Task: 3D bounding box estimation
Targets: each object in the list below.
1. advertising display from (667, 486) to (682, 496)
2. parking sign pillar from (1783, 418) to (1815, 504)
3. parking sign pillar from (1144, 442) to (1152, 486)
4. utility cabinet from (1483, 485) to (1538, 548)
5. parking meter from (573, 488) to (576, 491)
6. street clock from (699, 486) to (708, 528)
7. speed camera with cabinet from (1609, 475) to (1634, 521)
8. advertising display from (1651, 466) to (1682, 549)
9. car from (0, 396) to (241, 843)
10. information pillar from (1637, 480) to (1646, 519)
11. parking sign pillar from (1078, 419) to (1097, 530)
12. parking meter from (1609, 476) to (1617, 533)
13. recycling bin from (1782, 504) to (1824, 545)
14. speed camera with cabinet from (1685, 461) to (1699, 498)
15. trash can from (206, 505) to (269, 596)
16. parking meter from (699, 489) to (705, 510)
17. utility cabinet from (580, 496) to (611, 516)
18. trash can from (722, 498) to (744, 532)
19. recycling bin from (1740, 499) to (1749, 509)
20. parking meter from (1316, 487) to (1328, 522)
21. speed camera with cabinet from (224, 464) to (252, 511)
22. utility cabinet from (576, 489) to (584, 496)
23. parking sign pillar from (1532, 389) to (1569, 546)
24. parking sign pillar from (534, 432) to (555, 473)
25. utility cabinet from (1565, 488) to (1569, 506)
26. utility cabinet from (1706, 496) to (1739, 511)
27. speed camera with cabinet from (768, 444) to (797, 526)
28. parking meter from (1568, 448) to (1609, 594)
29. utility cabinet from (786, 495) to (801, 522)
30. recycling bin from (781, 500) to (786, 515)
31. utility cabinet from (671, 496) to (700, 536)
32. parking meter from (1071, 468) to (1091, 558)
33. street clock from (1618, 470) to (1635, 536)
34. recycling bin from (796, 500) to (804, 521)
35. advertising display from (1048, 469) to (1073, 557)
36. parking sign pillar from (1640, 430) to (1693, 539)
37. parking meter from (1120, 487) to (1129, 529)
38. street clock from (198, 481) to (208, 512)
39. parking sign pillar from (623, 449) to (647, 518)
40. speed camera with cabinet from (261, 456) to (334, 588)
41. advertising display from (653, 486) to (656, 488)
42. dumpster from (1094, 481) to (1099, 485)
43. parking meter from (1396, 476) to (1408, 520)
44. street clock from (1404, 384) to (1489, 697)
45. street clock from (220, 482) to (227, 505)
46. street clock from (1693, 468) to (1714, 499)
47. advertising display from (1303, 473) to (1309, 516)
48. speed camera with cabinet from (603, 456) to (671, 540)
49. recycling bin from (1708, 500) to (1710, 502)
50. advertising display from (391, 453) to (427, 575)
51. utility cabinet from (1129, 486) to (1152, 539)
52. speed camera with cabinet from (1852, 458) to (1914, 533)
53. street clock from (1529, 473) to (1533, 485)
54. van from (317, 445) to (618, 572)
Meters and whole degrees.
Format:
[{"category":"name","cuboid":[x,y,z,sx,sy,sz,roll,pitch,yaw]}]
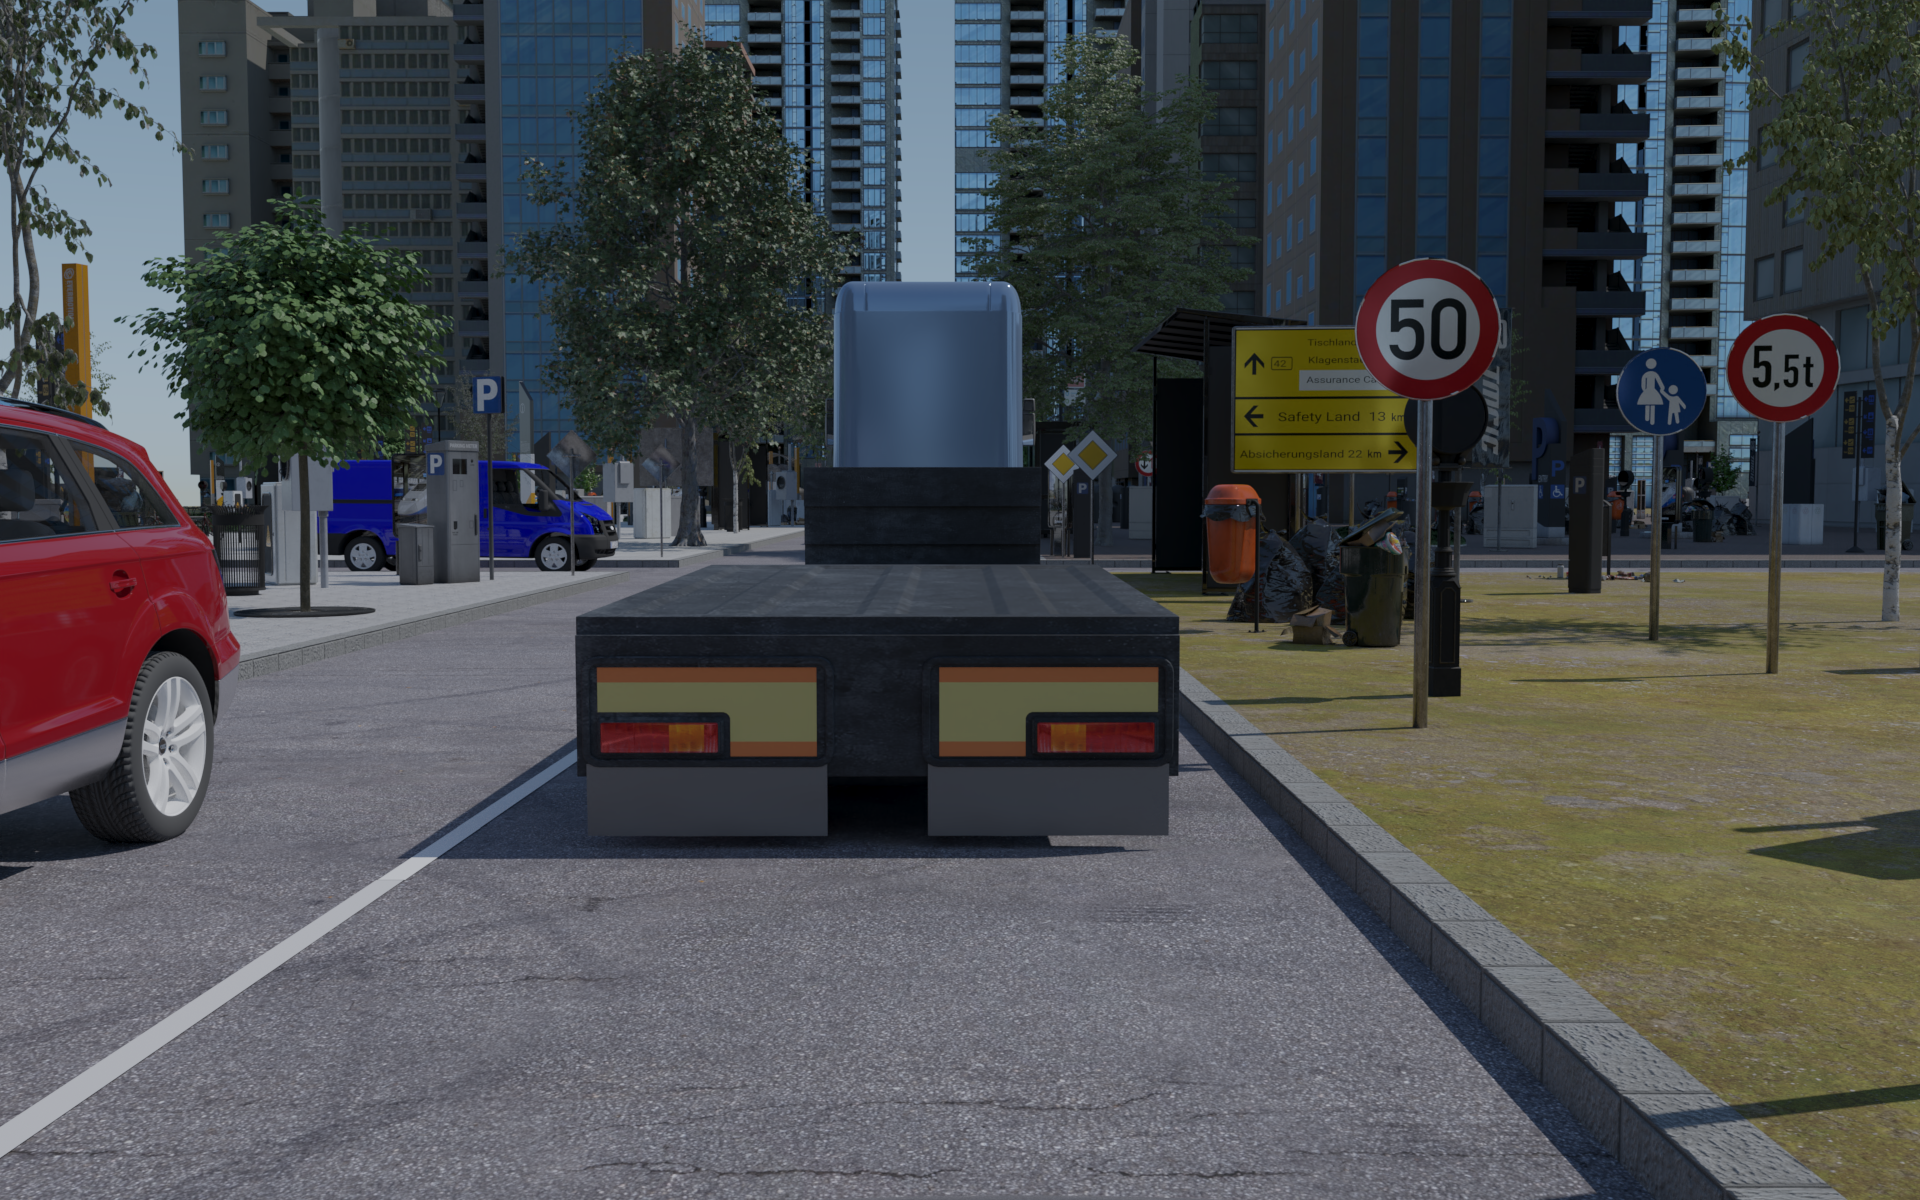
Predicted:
[{"category":"advertising display","cuboid":[-13.904,-4.897,85.275,0.974,1.923,0.123,1,4,17]},{"category":"parking sign pillar","cuboid":[29.699,-4.478,61.681,1.447,3.967,1.447,-3,5,-43]},{"category":"parking sign pillar","cuboid":[9.828,-6.123,88.591,1.447,3.967,1.447,-1,4,-10]},{"category":"utility cabinet","cuboid":[13.040,-1.979,41.042,1.173,1.500,0.318,3,4,36]},{"category":"parking meter","cuboid":[-13.743,-3.227,61.179,0.372,1.533,0.369,0,3,0]},{"category":"street clock","cuboid":[-9.766,-3.751,65.906,0.471,2.002,0.358,3,5,44]},{"category":"speed camera with cabinet","cuboid":[31.013,-5.352,81.840,0.660,3.252,2.038,-1,4,-14]},{"category":"advertising display","cuboid":[16.495,-2.157,40.488,0.123,1.923,0.974,-1,4,-12]},{"category":"car","cuboid":[-4.257,0.183,5.676,2.281,1.827,5.304,0,4,0]},{"category":"information pillar","cuboid":[35.184,-5.196,89.448,0.304,2.012,0.304,-1,4,-20]},{"category":"parking sign pillar","cuboid":[4.203,-4.509,62.198,1.447,3.967,1.447,-2,4,-28]},{"category":"parking meter","cuboid":[21.490,-3.152,57.245,0.399,1.863,0.255,2,4,26]},{"category":"recycling bin","cuboid":[21.301,-1.912,43.820,0.722,1.027,0.722,-1,4,-12]},{"category":"speed camera with cabinet","cuboid":[42.658,-6.592,102.115,2.038,3.252,0.660,-1,4,-18]},{"category":"trash can","cuboid":[-9.150,-0.632,21.981,0.748,1.137,0.748,0,3,0]},{"category":"parking meter","cuboid":[-11.193,-4.062,74.817,0.372,1.533,0.369,0,3,0]},{"category":"utility cabinet","cuboid":[-10.973,-2.488,51.841,1.020,1.237,0.306,1,4,14]},{"category":"trash can","cuboid":[-7.686,-2.876,58.681,0.748,1.137,0.748,0,3,0]},{"category":"recycling bin","cuboid":[41.656,-4.881,92.359,0.722,1.027,0.722,3,5,43]},{"category":"parking meter","cuboid":[12.234,-3.068,58.574,0.372,1.533,0.369,0,3,0]},{"category":"speed camera with cabinet","cuboid":[-39.207,-6.098,94.040,0.660,3.252,2.038,0,4,6]},{"category":"utility cabinet","cuboid":[-17.653,-4.329,79.465,0.318,1.500,1.173,-3,4,-39]},{"category":"parking sign pillar","cuboid":[14.883,-3.381,43.747,1.447,3.967,1.447,0,4,0]},{"category":"parking sign pillar","cuboid":[-18.243,-5.309,75.274,1.447,3.967,1.447,2,4,24]},{"category":"utility cabinet","cuboid":[20.402,-3.096,59.304,1.173,1.500,0.318,0,4,-6]},{"category":"utility cabinet","cuboid":[26.417,-2.981,59.903,1.020,1.237,0.306,-1,4,-18]},{"category":"speed camera with cabinet","cuboid":[-7.332,-4.565,68.973,0.660,3.252,2.038,-3,5,-43]},{"category":"parking meter","cuboid":[8.100,-1.023,22.429,0.255,1.863,0.399,-2,4,-25]},{"category":"utility cabinet","cuboid":[-7.934,-4.272,81.012,1.020,1.237,0.306,0,4,1]},{"category":"recycling bin","cuboid":[-8.187,-3.983,77.680,0.722,1.027,0.722,-1,4,-13]},{"category":"utility cabinet","cuboid":[-8.445,-2.540,52.699,1.020,1.237,0.306,-2,4,-27]},{"category":"parking meter","cuboid":[2.434,-1.777,34.759,0.399,1.863,0.255,0,4,0]},{"category":"street clock","cuboid":[20.205,-2.937,52.590,0.358,2.002,0.471,-1,4,-23]},{"category":"recycling bin","cuboid":[-6.525,-3.749,73.851,0.722,1.027,0.722,2,4,30]},{"category":"advertising display","cuboid":[2.065,-1.865,35.715,0.123,1.923,0.974,-1,4,-21]},{"category":"parking sign pillar","cuboid":[20.506,-3.773,50.165,1.447,3.967,1.447,0,4,3]},{"category":"parking meter","cuboid":[6.097,-3.391,63.860,0.372,1.533,0.369,0,3,0]},{"category":"street clock","cuboid":[-41.160,-5.482,94.202,0.471,2.002,0.358,0,4,-5]},{"category":"parking sign pillar","cuboid":[-16.590,-6.149,89.000,1.447,3.967,1.447,1,4,22]},{"category":"speed camera with cabinet","cuboid":[-9.285,-1.826,24.187,0.660,3.252,2.038,-2,4,-32]},{"category":"advertising display","cuboid":[-17.673,-5.809,100.190,0.123,1.923,0.974,-1,4,-16]},{"category":"dumpster","cuboid":[5.882,-4.439,78.338,1.264,1.857,1.865,0,4,0]},{"category":"parking meter","cuboid":[14.423,-3.108,56.525,0.255,1.863,0.399,2,4,31]},{"category":"street clock","cuboid":[3.069,-0.393,10.989,0.471,2.002,0.358,0,4,-7]},{"category":"street clock","cuboid":[-42.785,-5.877,100.659,0.471,2.002,0.358,3,5,44]},{"category":"street clock","cuboid":[20.360,-2.615,47.332,0.358,2.002,0.471,0,4,-1]},{"category":"advertising display","cuboid":[10.364,-2.912,52.825,0.123,1.923,0.974,-1,4,-15]},{"category":"speed camera with cabinet","cuboid":[-9.213,-3.370,49.431,0.660,3.252,2.038,3,5,40]},{"category":"recycling bin","cuboid":[30.977,-3.644,72.133,0.722,1.027,0.722,0,4,-6]},{"category":"advertising display","cuboid":[-8.480,-1.355,27.371,0.974,1.923,0.123,0,4,4]},{"category":"utility cabinet","cuboid":[5.351,-2.456,48.837,1.173,1.500,0.318,3,4,36]},{"category":"speed camera with cabinet","cuboid":[30.439,-3.840,57.116,0.660,3.252,2.038,-1,4,-16]},{"category":"street clock","cuboid":[19.775,-3.379,59.815,0.358,2.002,0.471,1,4,23]},{"category":"van","cuboid":[-8.845,-1.646,31.288,5.245,2.365,2.240,0,4,2]}]
